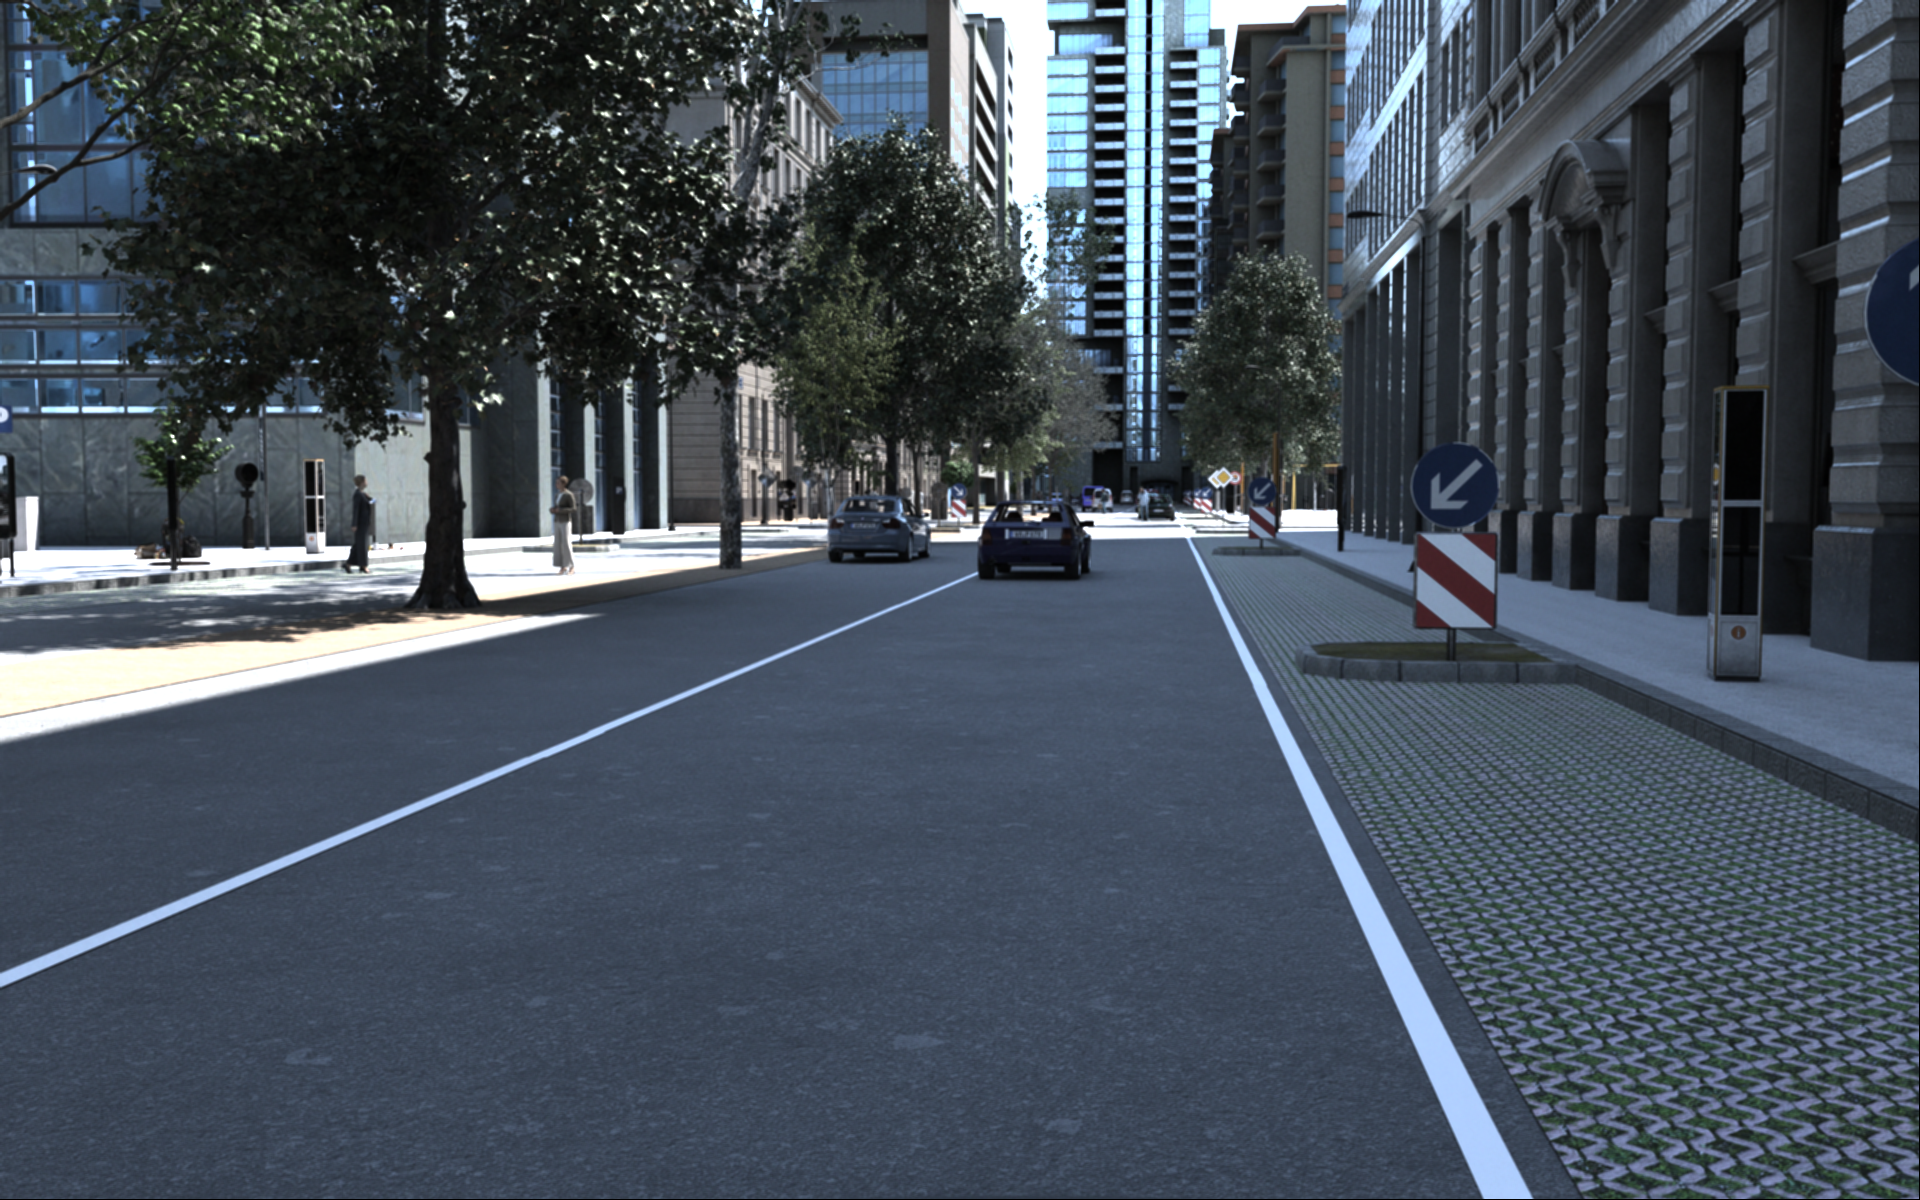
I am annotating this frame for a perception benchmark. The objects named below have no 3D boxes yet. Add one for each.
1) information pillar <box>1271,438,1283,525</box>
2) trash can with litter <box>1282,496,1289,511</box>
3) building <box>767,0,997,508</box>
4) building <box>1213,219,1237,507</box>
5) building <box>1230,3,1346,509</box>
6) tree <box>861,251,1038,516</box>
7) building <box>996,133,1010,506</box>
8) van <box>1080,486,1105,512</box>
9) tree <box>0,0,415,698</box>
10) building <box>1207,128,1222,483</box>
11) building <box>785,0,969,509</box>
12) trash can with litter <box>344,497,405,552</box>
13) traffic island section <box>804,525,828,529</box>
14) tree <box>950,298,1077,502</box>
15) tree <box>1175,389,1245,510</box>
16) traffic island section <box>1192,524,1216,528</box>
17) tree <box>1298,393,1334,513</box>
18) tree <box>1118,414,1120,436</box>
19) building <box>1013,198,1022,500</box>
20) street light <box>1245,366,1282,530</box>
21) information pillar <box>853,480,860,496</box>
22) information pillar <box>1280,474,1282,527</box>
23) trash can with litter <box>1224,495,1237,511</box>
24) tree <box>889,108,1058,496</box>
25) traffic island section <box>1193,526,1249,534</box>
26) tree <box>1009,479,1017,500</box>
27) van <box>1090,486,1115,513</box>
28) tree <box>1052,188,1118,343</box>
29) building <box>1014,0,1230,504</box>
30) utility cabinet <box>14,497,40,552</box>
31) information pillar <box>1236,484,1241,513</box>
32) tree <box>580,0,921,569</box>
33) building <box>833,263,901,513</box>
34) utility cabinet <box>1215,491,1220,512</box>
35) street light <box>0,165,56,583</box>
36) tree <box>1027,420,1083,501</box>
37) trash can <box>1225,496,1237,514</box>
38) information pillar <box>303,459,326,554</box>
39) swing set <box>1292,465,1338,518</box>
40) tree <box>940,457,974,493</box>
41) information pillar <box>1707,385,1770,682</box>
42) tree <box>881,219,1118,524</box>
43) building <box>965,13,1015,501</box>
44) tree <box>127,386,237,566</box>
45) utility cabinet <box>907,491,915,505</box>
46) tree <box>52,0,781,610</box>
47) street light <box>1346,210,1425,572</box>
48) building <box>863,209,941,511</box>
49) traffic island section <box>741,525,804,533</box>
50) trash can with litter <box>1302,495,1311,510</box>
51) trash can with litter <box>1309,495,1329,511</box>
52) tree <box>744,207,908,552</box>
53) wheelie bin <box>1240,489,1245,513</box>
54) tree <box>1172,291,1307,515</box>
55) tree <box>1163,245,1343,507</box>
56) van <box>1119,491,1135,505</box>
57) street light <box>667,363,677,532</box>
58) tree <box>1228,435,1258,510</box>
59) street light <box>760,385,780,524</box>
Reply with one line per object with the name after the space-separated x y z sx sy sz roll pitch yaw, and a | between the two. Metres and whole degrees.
13.354 -4.987 72.890 0.504 3.616 0.183 -1 4 -13 | information pillar
24.465 -7.365 131.812 1.055 1.170 0.624 2 4 33 | trash can with litter
-7.946 -33.659 174.032 21.300 48.544 21.600 0 4 7 | building
33.825 -25.134 182.636 14.160 30.474 14.107 0 4 7 | building
36.114 -30.930 160.329 22.147 44.769 28.867 0 4 7 | building
-1.371 -7.537 60.097 8.767 10.594 7.601 0 4 7 | tree
-2.156 -31.065 191.502 14.154 41.232 14.086 0 4 7 | building
10.849 -8.326 140.518 2.240 2.365 5.245 0 4 5 | van
-7.221 -5.096 11.527 9.928 11.665 9.643 0 3 0 | tree
40.339 -33.587 203.778 22.147 44.769 28.867 0 4 7 | building
-6.854 -30.907 155.442 14.600 45.320 14.200 0 4 7 | building
-13.245 -1.747 39.619 1.678 1.210 2.233 0 4 6 | trash can with litter
-6.305 -3.110 73.121 2.009 0.180 2.903 0 4 7 | traffic island section
2.066 -10.283 88.705 7.486 12.596 7.792 0 3 0 | tree
21.737 -13.781 143.439 7.486 12.596 7.792 0 3 0 | tree
10.566 -2.986 71.109 2.009 0.180 2.903 0 4 7 | traffic island section
23.701 -10.128 115.952 4.360 8.622 3.978 0 3 0 | tree
4.829 -12.231 112.802 12.009 13.543 11.850 0 3 0 | tree
1.089 -34.025 239.898 14.086 41.232 14.154 0 4 7 | building
11.002 -5.517 62.749 1.470 5.913 1.316 0 4 7 | street light
-5.657 -5.494 94.312 0.304 2.012 0.304 0 4 -1 | information pillar
11.681 -3.622 63.716 0.304 2.012 0.304 0 4 3 | information pillar
20.824 -7.380 131.726 1.678 1.210 2.233 -1 4 -17 | trash can with litter
-2.006 -8.067 51.356 9.611 12.733 9.660 0 3 0 | tree
9.619 -2.502 63.180 2.009 0.180 2.903 0 4 7 | traffic island section
6.398 -12.692 202.111 1.663 3.219 1.824 0 3 0 | tree
11.164 -7.872 135.726 2.013 2.044 4.112 0 4 5 | van
2.331 -14.781 100.007 12.611 20.169 13.585 0 3 0 | tree
23.961 -56.713 239.935 31.000 86.520 22.319 0 4 7 | building
-20.945 -1.692 38.827 0.306 1.237 1.020 -1 4 -14 | utility cabinet
19.432 -7.094 120.481 0.304 2.012 0.304 2 4 28 | information pillar
-5.492 -10.713 33.507 12.611 20.169 13.585 0 3 0 | tree
-9.908 -14.945 108.986 10.561 19.102 19.286 0 4 7 | building
18.142 -6.932 122.024 0.318 1.500 1.173 0 4 7 | utility cabinet
-13.445 -3.187 24.655 1.470 5.913 1.316 0 4 7 | street light
7.576 -11.084 134.042 4.737 8.622 4.395 0 3 0 | tree
17.557 -6.156 112.301 0.748 1.137 0.748 0 3 0 | trash can
-13.740 -1.980 36.870 0.304 2.012 0.304 1 4 10 | information pillar
19.264 -5.842 93.143 3.119 2.851 2.862 0 4 8 | swing set
-0.052 -9.908 145.716 4.285 4.588 4.351 0 3 0 | tree
5.343 -0.453 11.906 0.304 2.012 0.304 1 4 14 | information pillar
0.740 -10.041 77.000 12.009 13.543 11.850 0 3 0 | tree
-7.778 -41.043 213.054 28.212 58.520 21.231 0 4 7 | building
-14.248 -2.248 31.356 1.663 3.219 1.824 0 3 0 | tree
-3.359 -6.557 115.891 0.318 1.500 1.173 2 4 29 | utility cabinet
-6.474 -6.247 21.598 9.611 12.733 9.660 0 3 0 | tree
7.021 -3.420 28.458 1.470 5.913 1.316 0 4 7 | street light
-8.606 -20.439 131.440 12.463 27.353 25.104 0 4 7 | building
-7.252 -2.625 65.192 2.009 0.180 2.903 0 4 7 | traffic island section
28.162 -7.880 140.222 0.624 1.170 1.055 -1 4 -17 | trash can with litter
27.162 -7.320 130.738 1.678 1.210 2.233 -2 4 -26 | trash can with litter
-3.198 -5.479 42.406 4.737 8.622 4.395 0 3 0 | tree
19.114 -6.587 115.605 0.693 1.594 0.980 -3 4 -37 | wheelie bin
17.714 -12.223 106.506 9.857 13.997 8.962 0 3 0 | tree
14.048 -9.953 79.742 9.611 12.733 9.660 0 3 0 | tree
21.251 -13.062 220.571 2.013 2.044 4.112 0 4 6 | van
-9.347 -5.300 59.201 1.470 5.913 1.316 0 4 7 | street light
20.593 -10.808 127.080 4.360 8.622 3.978 0 3 0 | tree
-7.771 -6.147 73.051 1.470 5.913 1.316 0 4 7 | street light
